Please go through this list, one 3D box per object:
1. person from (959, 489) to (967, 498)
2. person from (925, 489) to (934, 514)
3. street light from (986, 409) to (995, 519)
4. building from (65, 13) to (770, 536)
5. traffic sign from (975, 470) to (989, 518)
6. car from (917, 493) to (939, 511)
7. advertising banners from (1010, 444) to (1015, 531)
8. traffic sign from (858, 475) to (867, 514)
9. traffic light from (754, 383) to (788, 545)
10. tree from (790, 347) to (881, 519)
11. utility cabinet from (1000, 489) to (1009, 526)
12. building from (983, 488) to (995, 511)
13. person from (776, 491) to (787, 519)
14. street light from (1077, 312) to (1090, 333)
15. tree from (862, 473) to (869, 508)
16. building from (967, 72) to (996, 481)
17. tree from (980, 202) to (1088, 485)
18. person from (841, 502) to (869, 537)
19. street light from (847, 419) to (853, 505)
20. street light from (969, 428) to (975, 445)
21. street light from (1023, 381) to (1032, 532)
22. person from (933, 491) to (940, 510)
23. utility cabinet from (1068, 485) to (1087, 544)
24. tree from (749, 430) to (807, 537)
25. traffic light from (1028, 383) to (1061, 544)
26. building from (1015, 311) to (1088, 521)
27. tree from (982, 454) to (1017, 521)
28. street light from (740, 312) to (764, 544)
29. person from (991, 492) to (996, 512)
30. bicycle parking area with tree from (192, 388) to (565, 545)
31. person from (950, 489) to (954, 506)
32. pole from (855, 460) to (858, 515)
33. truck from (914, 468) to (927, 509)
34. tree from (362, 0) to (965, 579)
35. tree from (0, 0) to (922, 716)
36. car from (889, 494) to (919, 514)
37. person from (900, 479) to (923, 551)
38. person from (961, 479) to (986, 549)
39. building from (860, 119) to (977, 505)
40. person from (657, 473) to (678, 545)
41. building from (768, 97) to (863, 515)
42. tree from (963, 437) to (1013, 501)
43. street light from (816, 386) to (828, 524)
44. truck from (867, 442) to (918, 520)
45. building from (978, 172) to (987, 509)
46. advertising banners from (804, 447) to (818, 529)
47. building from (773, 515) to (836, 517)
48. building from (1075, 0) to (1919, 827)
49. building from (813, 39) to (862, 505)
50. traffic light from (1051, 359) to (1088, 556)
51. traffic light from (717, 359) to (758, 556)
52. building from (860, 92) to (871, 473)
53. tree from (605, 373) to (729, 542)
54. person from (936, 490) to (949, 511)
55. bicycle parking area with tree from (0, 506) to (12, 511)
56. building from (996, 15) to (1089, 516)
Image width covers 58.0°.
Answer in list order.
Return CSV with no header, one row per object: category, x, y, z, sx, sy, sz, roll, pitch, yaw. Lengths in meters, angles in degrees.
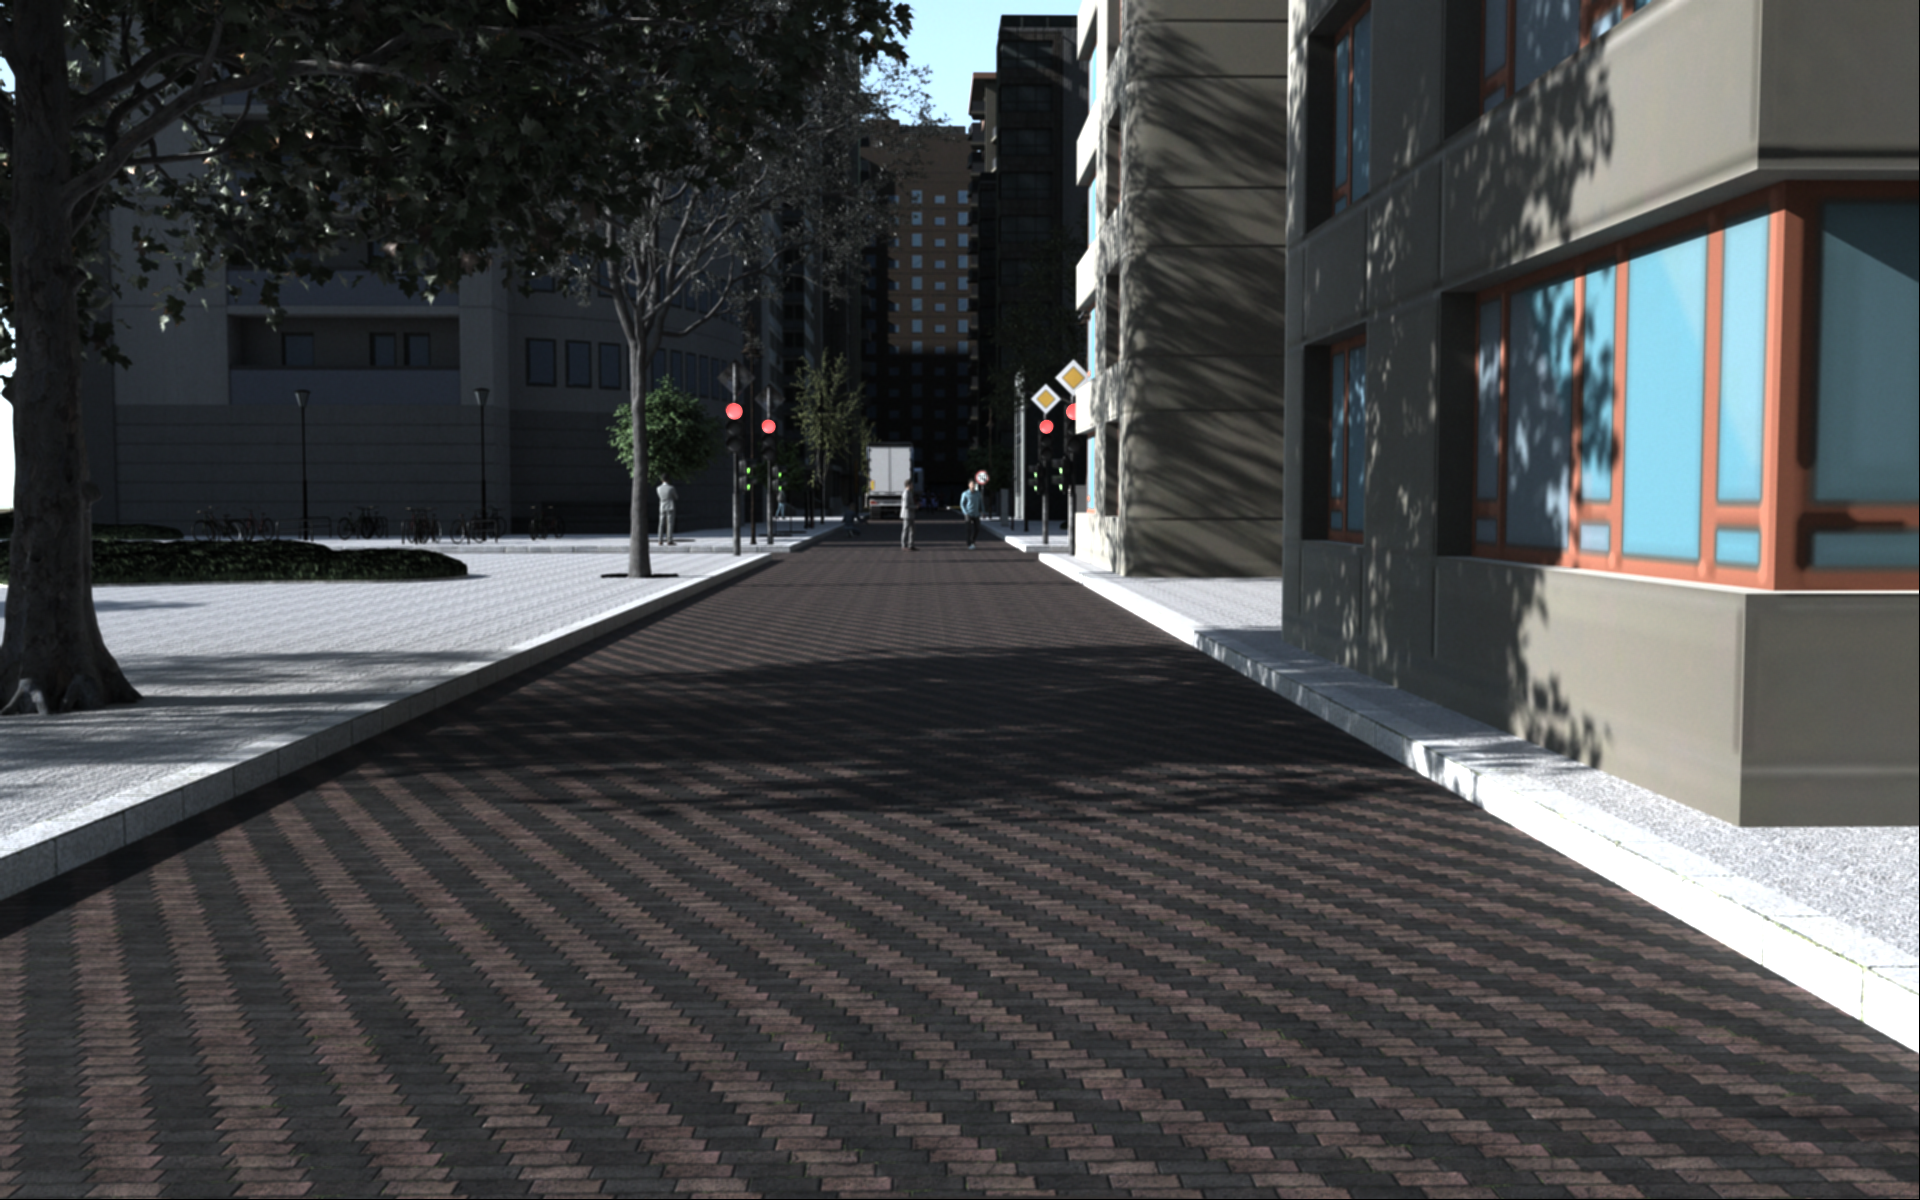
person,0.520,-8.491,145.662,1.217,1.735,0.721,0,4,3
person,-2.181,-7.071,124.561,0.683,1.767,0.568,-1,4,-12
street light,1.568,-7.125,89.280,0.468,5.910,1.993,0,4,-1
building,-19.066,-32.007,65.310,21.231,58.520,28.212,0,4,-1
traffic sign,1.197,-5.663,92.695,0.768,2.556,0.104,0,4,8
car,-2.798,-8.656,151.118,1.945,1.707,3.694,0,4,-2
advertising banners,1.866,-3.972,61.135,0.090,3.025,2.074,0,4,0
traffic sign,-6.477,-6.974,114.138,0.768,2.556,0.104,0,4,2
traffic light,-4.800,-3.363,43.906,0.839,4.253,0.868,0,4,-1
tree,-6.800,-8.404,87.761,4.737,8.622,4.395,0,3,0
utility cabinet,1.786,-3.696,69.106,0.318,1.500,1.173,0,3,0
building,18.163,-27.319,138.544,32.217,40.220,23.993,0,4,-1
person,-8.981,-4.960,87.490,0.623,1.781,0.721,3,5,43
street light,2.690,-3.835,35.498,0.468,5.910,1.993,0,4,-1
tree,-8.909,-10.258,162.321,1.663,3.219,1.824,0,3,0
building,11.928,-32.088,179.259,22.147,44.769,28.867,0,4,-1
tree,4.004,-7.082,50.210,7.601,10.594,8.767,1,4,14
person,-3.675,-2.713,58.360,1.012,1.151,0.738,2,4,33
street light,-6.607,-8.039,104.225,0.468,5.910,1.993,0,4,-1
street light,0.824,-8.933,118.838,0.468,5.910,1.993,0,4,-1
street light,2.264,-5.268,58.925,0.468,5.910,1.993,0,4,-1
person,-2.267,-8.953,155.595,1.217,1.735,0.721,-1,4,-9
utility cabinet,3.318,-2.125,43.420,1.173,1.500,0.318,0,4,-4
tree,-5.521,-3.551,52.657,1.663,3.219,1.824,0,3,0
traffic light,2.159,-3.373,44.075,0.839,4.253,0.868,0,4,-1
building,14.493,-46.725,76.627,22.319,86.520,31.000,0,4,-1
tree,2.041,-5.436,83.476,1.663,3.219,1.824,0,3,0
street light,-5.286,-4.364,44.139,0.468,5.910,1.993,0,4,-1
person,2.604,-7.225,124.176,0.705,1.822,1.348,3,5,42
bicycle parking area with tree,-15.608,-3.691,47.346,8.231,4.147,9.016,1,4,21
person,-0.893,-11.085,187.372,0.705,1.812,1.348,0,4,0
pole,-6.210,-6.735,103.965,0.158,3.312,0.155,0,3,0
truck,-4.836,-11.092,171.120,2.967,4.110,18.799,0,4,0
tree,-4.856,-7.084,26.187,12.009,13.543,11.850,0,3,0
tree,-5.480,-5.705,10.290,9.611,12.733,9.660,0,3,0
car,-4.203,-7.291,127.887,2.281,1.827,5.304,0,4,-1
person,-1.215,-2.142,43.726,0.583,1.804,0.606,0,4,-4
person,0.314,-2.255,45.396,0.660,1.820,0.620,-2,4,-31
building,-5.223,-34.259,210.243,14.200,45.320,14.600,0,4,-1
person,-7.344,-2.282,43.542,0.511,1.800,0.466,0,4,5
building,-23.745,-26.840,130.711,32.217,40.220,23.993,0,4,-1
tree,1.803,-7.121,100.143,4.285,4.588,4.351,0,3,0
street light,-5.930,-6.214,74.389,0.468,5.910,1.993,0,4,-1
truck,-3.884,-6.748,99.247,2.839,4.237,11.283,0,4,-1
building,8.581,-23.637,158.169,14.160,30.474,14.107,0,4,-1
advertising banners,-5.523,-4.172,64.401,0.090,3.025,2.074,1,4,9
building,-23.607,-25.260,104.880,32.217,40.220,23.993,0,4,-1
building,16.503,-10.746,20.735,27.650,21.520,28.899,0,4,-1
building,-15.863,-28.546,150.325,14.154,41.232,14.086,0,4,-1
traffic light,2.336,-2.885,36.092,0.839,4.253,0.868,0,4,-1
traffic light,-4.623,-2.875,35.923,0.839,4.253,0.868,0,4,-1
building,-24.711,-34.334,180.976,30.456,49.044,23.786,0,4,-1
tree,-8.026,-3.873,47.035,4.285,4.588,4.351,0,3,0
person,-1.489,-8.219,143.598,1.217,1.743,0.721,0,4,5
bicycle parking area with tree,-49.291,-6.761,97.537,9.016,4.147,8.231,3,5,42
building,9.187,-20.613,108.725,14.160,30.474,14.107,0,4,-1
